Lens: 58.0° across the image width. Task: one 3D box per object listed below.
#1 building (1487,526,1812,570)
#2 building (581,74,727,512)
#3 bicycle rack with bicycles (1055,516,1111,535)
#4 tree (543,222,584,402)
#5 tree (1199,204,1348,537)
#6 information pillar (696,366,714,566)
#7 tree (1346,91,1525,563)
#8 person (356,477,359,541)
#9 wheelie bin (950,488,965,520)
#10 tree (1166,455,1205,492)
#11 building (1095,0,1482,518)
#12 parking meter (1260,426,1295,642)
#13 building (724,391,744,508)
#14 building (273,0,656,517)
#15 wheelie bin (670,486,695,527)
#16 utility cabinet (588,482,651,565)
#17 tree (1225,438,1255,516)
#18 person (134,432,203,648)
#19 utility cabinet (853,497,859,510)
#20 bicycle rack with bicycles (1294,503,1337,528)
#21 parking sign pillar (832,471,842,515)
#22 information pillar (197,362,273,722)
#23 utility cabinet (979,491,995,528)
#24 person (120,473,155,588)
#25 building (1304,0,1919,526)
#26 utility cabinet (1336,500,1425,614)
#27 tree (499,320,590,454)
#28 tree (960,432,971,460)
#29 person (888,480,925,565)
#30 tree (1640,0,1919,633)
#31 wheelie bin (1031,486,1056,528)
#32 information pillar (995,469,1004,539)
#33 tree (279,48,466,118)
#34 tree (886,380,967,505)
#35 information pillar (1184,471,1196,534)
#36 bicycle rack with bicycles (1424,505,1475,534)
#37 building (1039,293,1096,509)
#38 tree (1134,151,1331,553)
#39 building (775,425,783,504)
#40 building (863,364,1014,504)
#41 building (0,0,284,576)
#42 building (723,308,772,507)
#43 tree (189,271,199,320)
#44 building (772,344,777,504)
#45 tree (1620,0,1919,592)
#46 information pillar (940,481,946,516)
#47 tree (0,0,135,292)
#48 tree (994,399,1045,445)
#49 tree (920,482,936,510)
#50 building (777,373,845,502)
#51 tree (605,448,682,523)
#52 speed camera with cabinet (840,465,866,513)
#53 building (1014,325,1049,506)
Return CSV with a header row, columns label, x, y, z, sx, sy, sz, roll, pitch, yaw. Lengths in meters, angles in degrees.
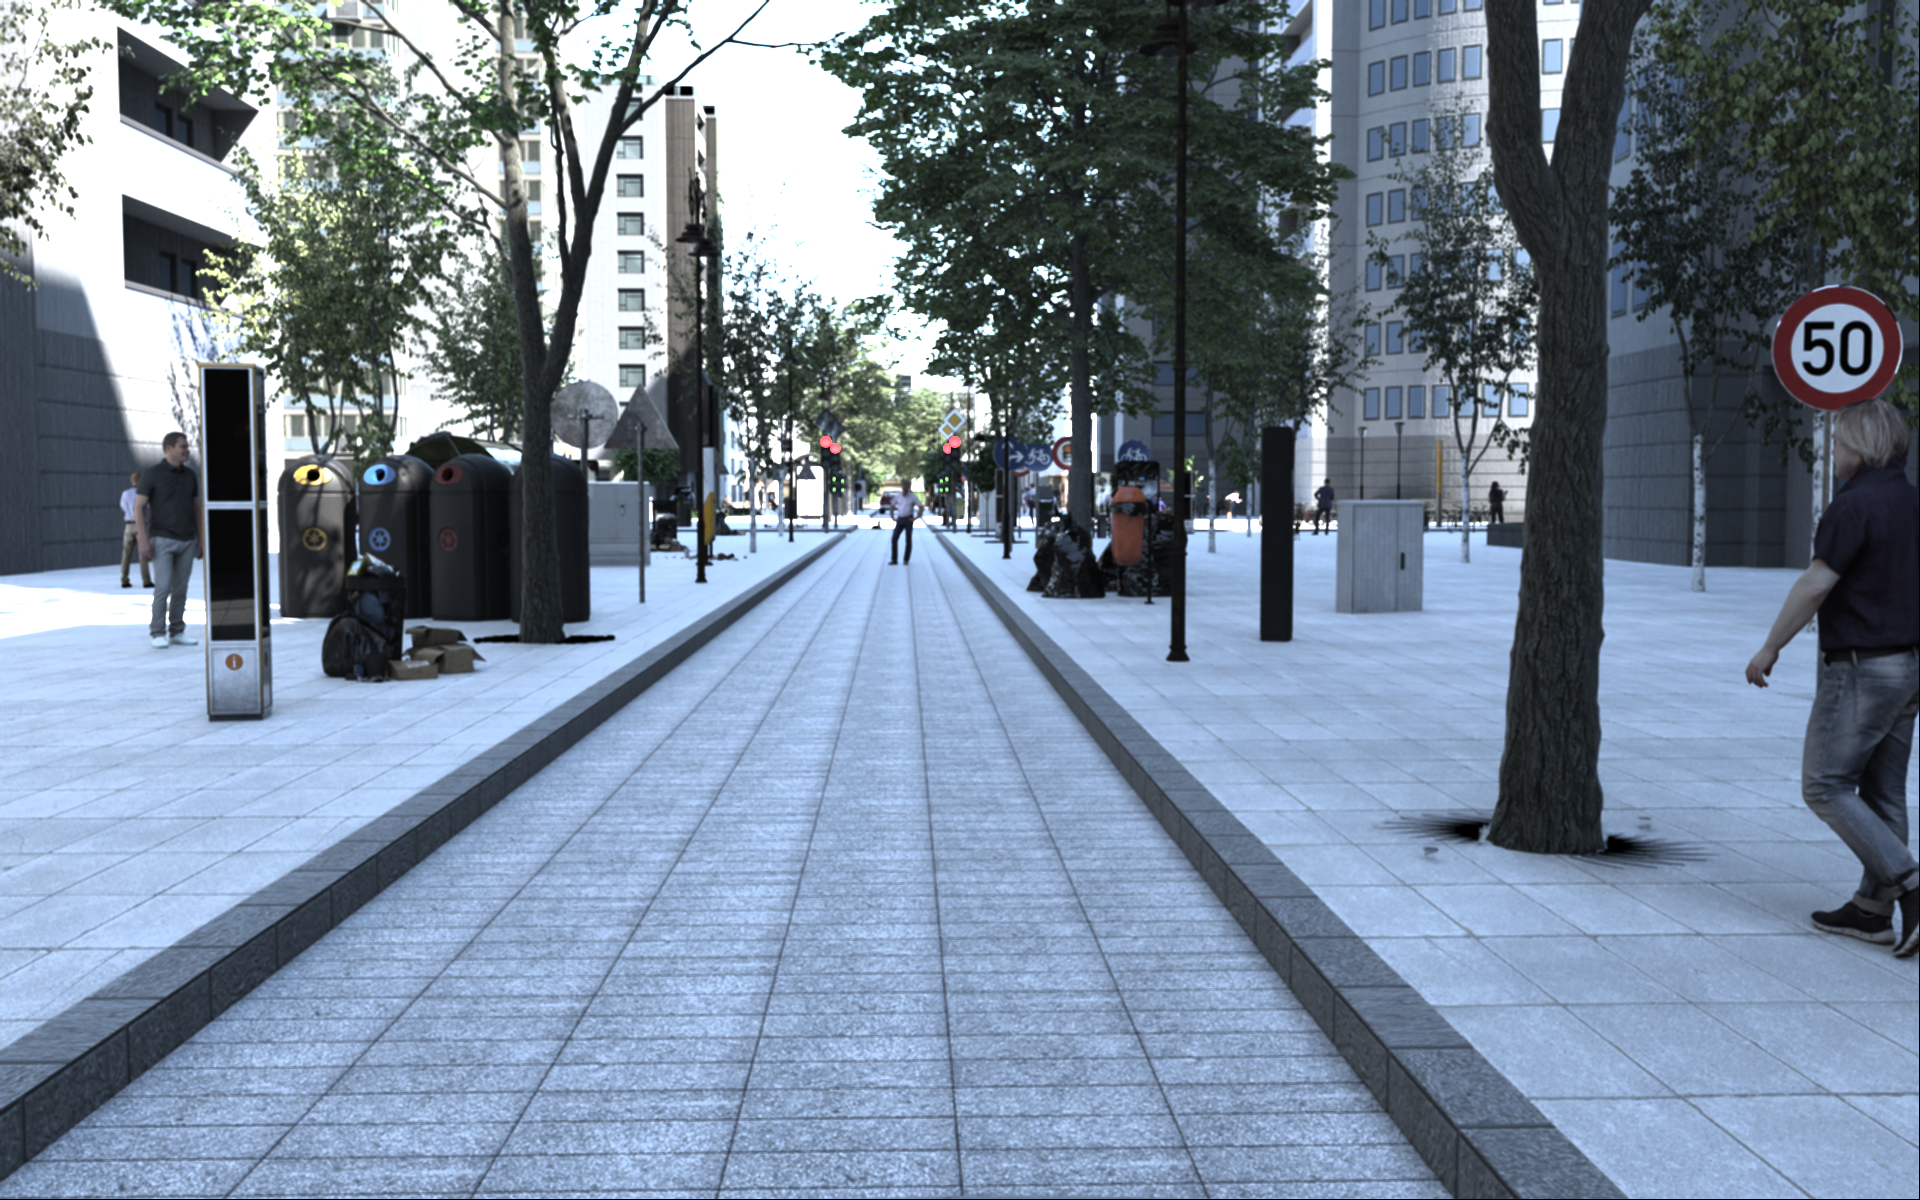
label,x,y,z,sx,sy,sz,roll,pitch,yaw
building,23.240,-29.916,31.118,21.231,58.520,28.212,0,4,-2
building,-24.423,-21.470,122.735,14.160,30.474,14.107,0,4,-2
bicycle rack with bicycles,4.426,-2.559,55.225,2.925,0.926,2.852,-1,4,-23
tree,-11.581,-5.678,43.205,4.737,8.622,4.395,0,3,0
tree,8.563,-5.756,44.470,4.360,8.622,3.978,0,3,0
information pillar,-4.558,-2.426,31.012,0.183,3.616,0.504,-2,4,-34
tree,9.414,-4.983,31.830,4.360,8.622,3.978,0,3,0
person,-16.366,-2.537,47.673,0.789,1.805,0.875,0,4,-3
wheelie bin,-0.119,-4.721,85.096,0.693,1.594,0.980,-1,4,-13
tree,9.615,-4.849,73.887,1.663,3.219,1.824,0,3,0
building,19.792,-35.151,116.718,21.231,58.520,28.212,0,4,-2
parking meter,2.786,-0.580,15.196,0.255,1.863,0.399,1,4,15
building,-23.696,-12.995,154.616,9.099,9.664,28.070,0,4,-2
building,-33.462,-24.457,91.749,32.217,40.220,23.993,0,4,-2
wheelie bin,-10.775,-3.645,67.505,0.980,1.594,0.693,-3,5,-40
utility cabinet,-6.124,-1.356,30.853,1.173,1.500,0.318,-1,4,-16
tree,16.921,-7.137,100.408,4.285,4.588,4.351,0,3,0
person,-6.650,-0.518,14.638,0.434,1.807,0.598,3,5,41
utility cabinet,-8.276,-7.665,134.008,0.318,1.500,1.173,-3,5,-40
bicycle rack with bicycles,13.425,-3.204,65.763,2.925,0.926,2.852,-3,4,-38
parking sign pillar,-7.988,-7.312,108.029,1.447,3.967,1.447,-2,4,-34
information pillar,-4.122,-0.329,9.865,0.304,2.012,0.304,-1,4,-12
utility cabinet,1.258,-3.407,64.389,1.173,1.500,0.318,-2,4,-33
person,-11.289,-0.957,23.756,0.516,1.574,0.319,1,4,12
building,30.550,-33.239,85.453,28.212,58.520,21.231,0,4,-2
utility cabinet,4.581,-0.471,18.857,1.020,1.237,0.306,-2,4,-29
tree,-17.189,-7.400,71.358,4.360,8.622,3.978,0,3,0
tree,-2.922,-15.274,184.135,8.767,10.594,7.601,-1,4,-16
person,-1.131,-1.574,35.179,0.756,1.711,0.436,2,4,27
tree,8.080,-3.989,15.583,4.737,8.622,4.395,0,3,0
wheelie bin,3.194,-3.588,66.566,0.980,1.594,0.693,-1,4,-11
information pillar,1.214,-2.776,49.880,0.304,2.012,0.304,2,4,29
tree,-9.573,-4.741,27.877,4.737,8.622,4.395,0,3,0
tree,-3.553,-17.627,194.859,9.857,13.997,8.962,0,3,0
information pillar,7.321,-3.109,55.317,0.304,2.012,0.304,2,4,28
bicycle rack with bicycles,15.574,-2.646,56.650,2.852,0.926,2.925,2,4,28
building,15.892,-19.102,168.731,16.016,20.091,11.380,0,4,-2
tree,5.750,-5.338,37.639,4.737,8.622,4.395,0,3,0
building,-34.813,-15.777,200.097,28.070,9.664,9.099,0,4,-2
building,2.180,-23.059,243.466,31.486,18.905,16.747,0,4,-2
building,-29.365,-30.041,33.173,28.212,58.520,21.231,0,4,-2
building,-27.672,-19.416,173.863,16.016,20.091,11.380,0,4,-2
tree,-12.806,-5.134,34.308,4.737,8.622,4.395,0,3,0
building,-27.671,-20.156,185.970,16.016,20.091,11.380,0,4,-2
tree,9.696,-4.401,22.317,4.360,8.622,3.978,0,3,0
information pillar,-0.969,-5.836,99.907,0.304,2.012,0.304,0,4,7
tree,-11.112,-4.186,18.804,4.360,8.622,3.978,0,3,0
tree,4.006,-10.447,121.169,4.737,8.622,4.395,0,3,0
tree,-2.366,-9.127,143.832,1.663,3.219,1.824,0,3,0
building,-29.617,-23.000,242.508,31.486,18.905,16.747,0,4,-2
tree,-14.249,-5.735,77.482,4.285,4.588,4.351,0,3,0
speed camera with cabinet,-7.387,-7.462,116.340,2.038,3.252,0.660,1,4,20
building,15.625,-19.799,190.164,16.747,18.905,31.486,0,4,-2
